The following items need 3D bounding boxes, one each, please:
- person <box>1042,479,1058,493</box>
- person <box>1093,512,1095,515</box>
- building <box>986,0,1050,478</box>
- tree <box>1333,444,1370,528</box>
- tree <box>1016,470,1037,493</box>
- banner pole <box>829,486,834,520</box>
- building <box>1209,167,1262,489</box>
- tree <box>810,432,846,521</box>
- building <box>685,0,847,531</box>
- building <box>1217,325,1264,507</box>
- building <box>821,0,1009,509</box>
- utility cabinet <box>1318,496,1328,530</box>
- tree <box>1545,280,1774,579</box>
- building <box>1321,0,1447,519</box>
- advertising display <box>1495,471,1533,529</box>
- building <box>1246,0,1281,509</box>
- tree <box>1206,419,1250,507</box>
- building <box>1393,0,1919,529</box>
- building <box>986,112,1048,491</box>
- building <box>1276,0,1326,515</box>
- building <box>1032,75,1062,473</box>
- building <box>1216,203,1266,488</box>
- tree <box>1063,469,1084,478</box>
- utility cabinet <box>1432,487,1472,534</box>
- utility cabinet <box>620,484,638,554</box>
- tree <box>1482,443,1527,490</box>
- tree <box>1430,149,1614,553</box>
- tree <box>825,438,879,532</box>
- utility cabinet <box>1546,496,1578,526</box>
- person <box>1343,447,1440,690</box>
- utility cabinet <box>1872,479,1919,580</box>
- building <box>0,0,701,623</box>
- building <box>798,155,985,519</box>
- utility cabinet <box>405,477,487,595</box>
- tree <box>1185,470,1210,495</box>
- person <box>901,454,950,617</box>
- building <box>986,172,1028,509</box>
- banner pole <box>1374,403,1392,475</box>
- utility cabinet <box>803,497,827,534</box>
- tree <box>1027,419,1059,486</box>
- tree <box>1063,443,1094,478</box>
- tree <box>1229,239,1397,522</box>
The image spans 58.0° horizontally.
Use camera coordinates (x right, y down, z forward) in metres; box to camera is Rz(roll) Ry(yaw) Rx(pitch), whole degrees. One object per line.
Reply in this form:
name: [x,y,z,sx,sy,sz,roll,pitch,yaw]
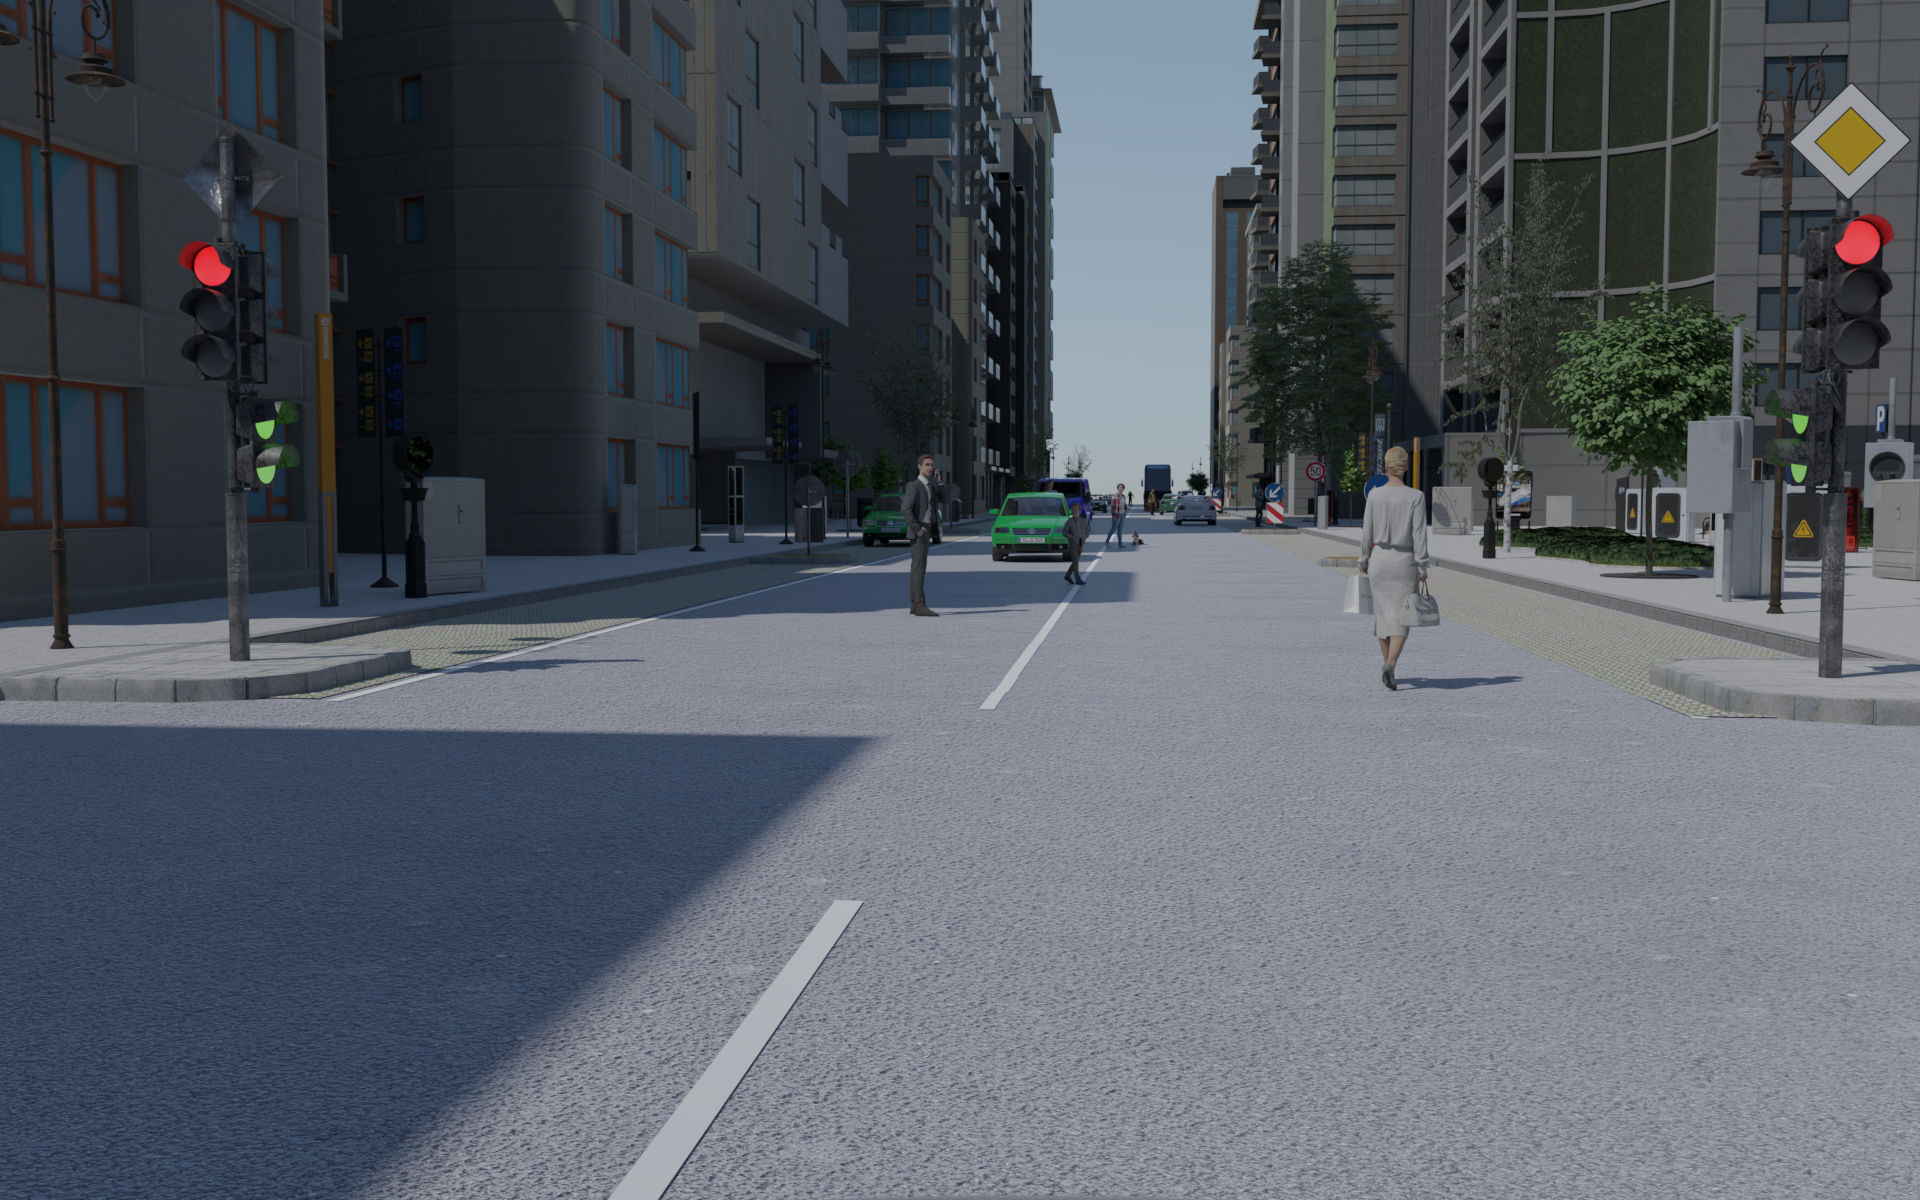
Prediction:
person: [2.277,-2.213,44.769,0.616,1.811,0.778,-1,4,-10]
person: [6.075,-4.336,84.891,1.012,1.151,0.738,1,4,16]
building: [-0.065,-46.472,198.069,20.563,71.187,20.611,0,4,6]
tree: [14.995,-4.392,66.404,1.663,3.219,1.824,0,3,0]
tree: [5.196,-8.673,136.409,1.663,3.219,1.824,0,3,0]
banner pole: [-6.376,-5.799,84.831,0.863,3.779,0.401,3,4,37]
building: [41.487,-35.869,236.560,14.600,45.320,14.200,0,4,6]
tree: [-6.790,-6.021,82.155,4.285,4.588,4.351,0,3,0]
building: [-19.388,-29.171,66.189,28.713,52.752,27.495,0,4,6]
building: [42.960,-21.142,190.714,27.650,21.520,28.899,0,4,6]
building: [-8.662,-31.413,133.213,23.786,49.044,30.456,0,4,6]
utility cabinet: [13.151,-3.158,62.787,0.306,1.237,1.020,1,4,17]
tree: [10.750,-2.629,26.705,4.285,4.588,4.351,0,3,0]
building: [26.891,-25.144,94.691,14.154,41.232,14.086,0,4,6]
advertising display: [15.318,-2.611,47.900,0.974,1.923,0.123,2,4,28]
building: [35.597,-29.915,143.731,22.147,44.769,28.867,0,4,6]
tree: [26.375,-13.461,170.450,4.360,8.622,3.978,0,3,0]
building: [30.000,-38.672,70.535,20.563,71.187,20.611,0,4,6]
building: [1.738,-30.403,180.691,14.154,41.232,14.086,0,4,6]
building: [31.924,-35.037,114.858,21.231,58.520,28.212,0,4,6]
building: [-1.847,-38.833,224.152,28.713,52.752,27.495,0,4,6]
building: [48.591,-32.062,216.092,32.217,40.220,23.993,0,4,6]
tree: [14.870,-14.881,227.010,4.285,4.588,4.351,0,3,0]
utility cabinet: [15.489,-2.804,54.523,1.173,1.500,0.318,1,4,21]
utility cabinet: [-7.056,-1.732,36.999,0.318,1.500,1.173,0,4,-8]
tree: [17.940,-3.767,56.196,1.663,3.219,1.824,0,3,0]
tree: [12.119,-5.361,38.020,4.360,8.622,3.978,0,3,0]
tree: [-3.891,-3.977,59.619,1.663,3.219,1.824,0,3,0]
utility cabinet: [20.049,-2.847,57.712,0.306,1.237,1.020,-2,4,-34]
person: [3.168,-0.242,12.806,0.694,1.780,0.624,3,5,44]
utility cabinet: [14.114,-1.053,25.904,0.318,1.500,1.173,0,4,-1]
building: [-21.945,-11.379,31.082,27.650,21.520,28.899,0,4,6]
building: [-13.585,-15.859,104.328,27.650,21.520,28.899,0,4,6]
utility cabinet: [-6.581,-0.829,22.231,0.318,1.500,1.173,2,4,24]
tree: [31.099,-14.844,226.407,4.285,4.588,4.351,0,3,0]
person: [-0.395,-0.775,20.526,0.474,1.900,0.648,1,4,15]
building: [-1.386,-23.466,155.374,14.160,30.474,14.107,0,4,6]
banner pole: [11.653,-3.528,47.701,0.863,3.779,0.401,-3,4,-39]
utility cabinet: [-4.658,-2.718,55.603,0.306,1.237,1.020,2,4,27]
tree: [7.361,-13.128,165.012,4.737,8.622,4.395,0,3,0]
tree: [16.862,-18.114,246.520,4.360,8.622,3.978,0,3,0]
tree: [15.881,-9.776,77.969,7.486,12.596,7.792,0,3,0]
